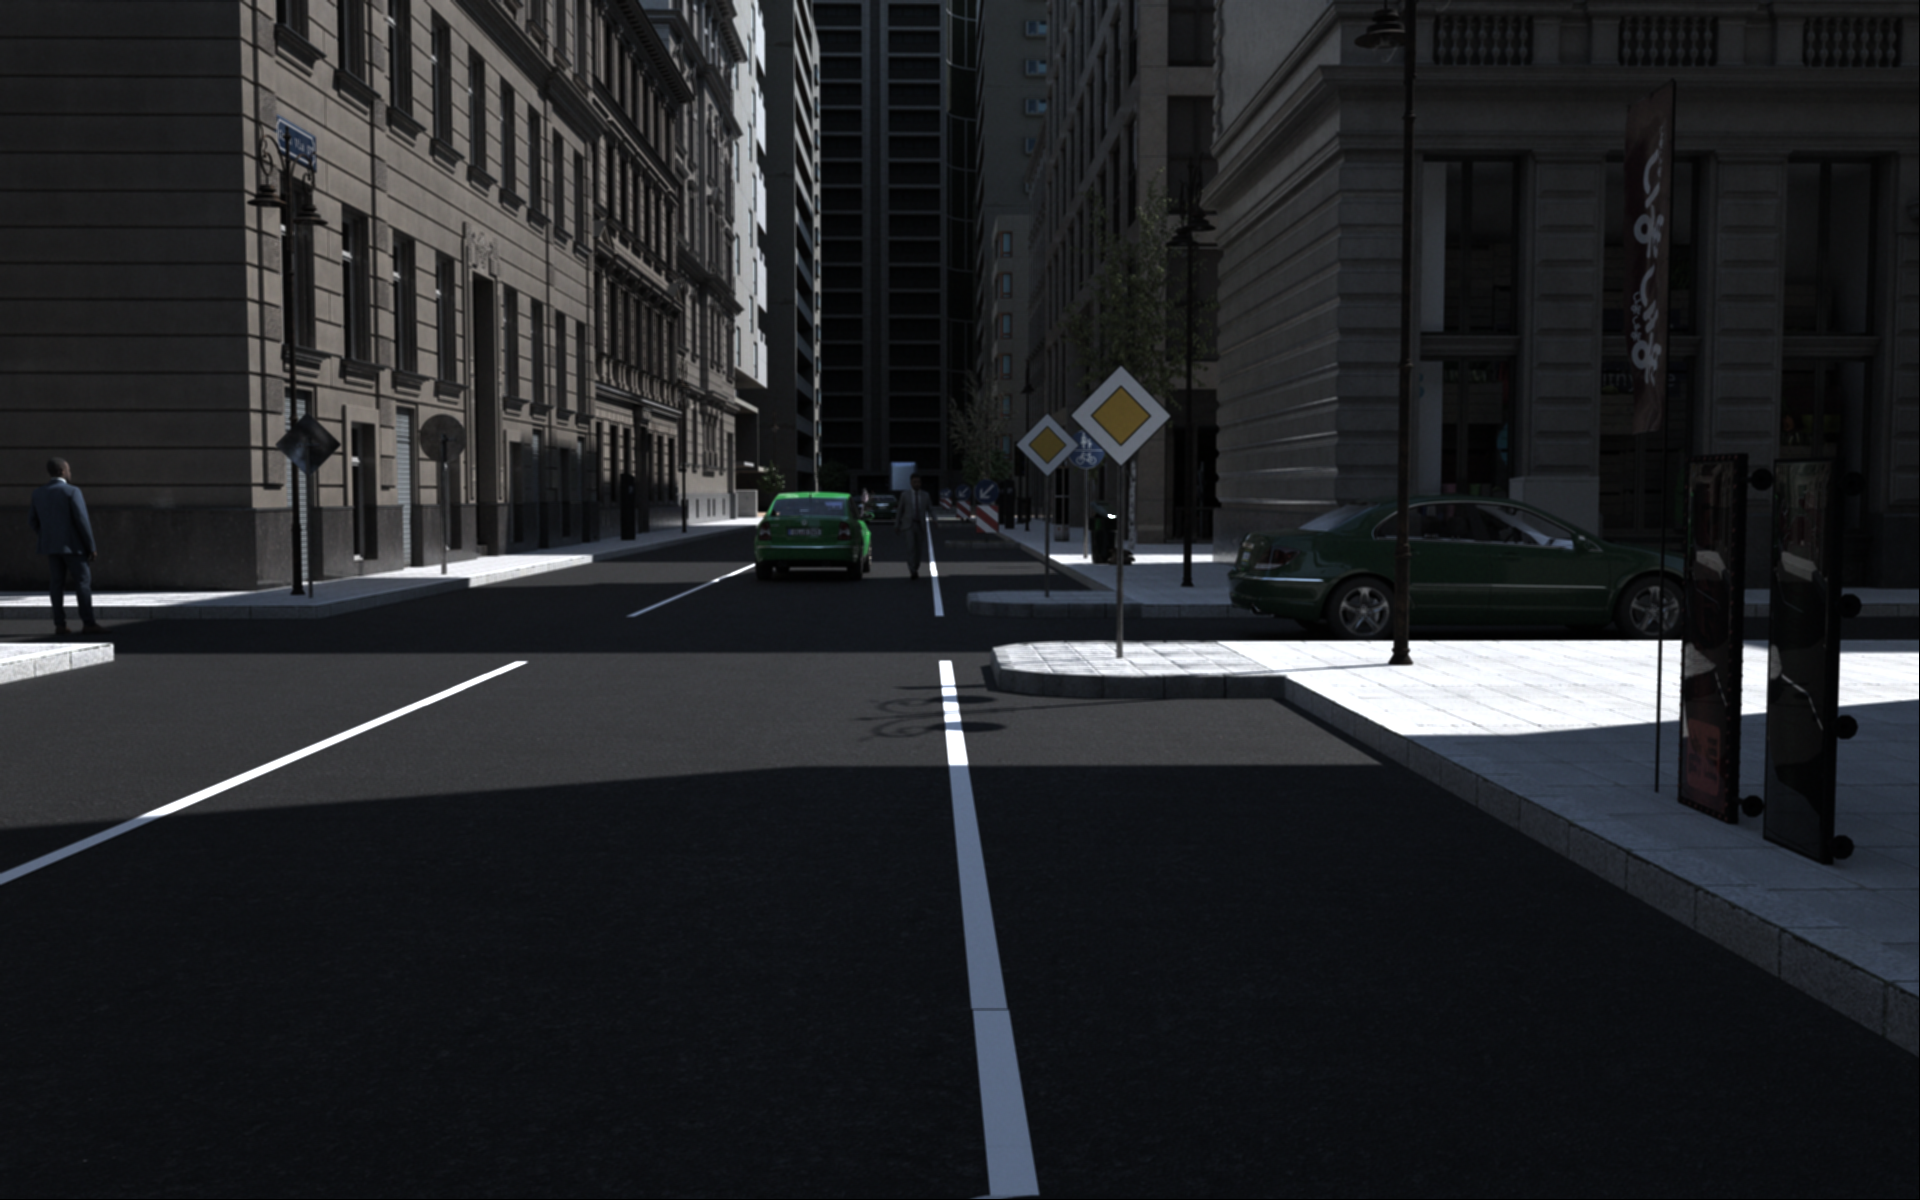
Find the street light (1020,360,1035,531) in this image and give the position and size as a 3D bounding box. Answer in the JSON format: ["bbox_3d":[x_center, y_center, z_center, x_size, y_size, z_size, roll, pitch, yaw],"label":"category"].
[{"bbox_3d":[2.337,-5.339,60.083,0.468,5.910,1.993,0,4,-1],"label":"street light"}]

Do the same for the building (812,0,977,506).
[{"bbox_3d":[-6.143,-45.932,189.238,20.611,71.187,20.563,0,4,-1],"label":"building"}]

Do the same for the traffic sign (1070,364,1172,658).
[{"bbox_3d":[1.246,-0.603,13.503,0.795,2.450,0.064,0,4,-1],"label":"traffic sign"}]

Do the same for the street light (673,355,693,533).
[{"bbox_3d":[-9.194,-5.186,57.579,0.468,5.910,1.993,0,4,-1],"label":"street light"}]

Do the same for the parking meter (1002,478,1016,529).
[{"bbox_3d":[1.854,-3.561,63.929,0.399,1.863,0.255,0,4,1],"label":"parking meter"}]

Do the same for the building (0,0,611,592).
[{"bbox_3d":[-15.167,-14.480,34.007,12.463,27.353,25.104,0,4,-1],"label":"building"}]

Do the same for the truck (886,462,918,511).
[{"bbox_3d":[-4.517,-9.117,138.817,2.967,4.110,18.799,0,4,-2],"label":"truck"}]

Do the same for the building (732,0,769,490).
[{"bbox_3d":[-30.288,-36.987,193.976,27.495,52.752,28.713,0,4,-1],"label":"building"}]

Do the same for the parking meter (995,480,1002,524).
[{"bbox_3d":[1.681,-4.130,73.237,0.255,1.863,0.399,3,5,42],"label":"parking meter"}]

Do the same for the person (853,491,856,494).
[{"bbox_3d":[-8.995,-8.357,145.927,0.721,1.735,1.217,3,4,38],"label":"person"}]

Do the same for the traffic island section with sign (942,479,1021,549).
[{"bbox_3d":[0.587,-2.316,46.491,1.989,1.847,2.006,0,4,-1],"label":"traffic island section with sign"}]

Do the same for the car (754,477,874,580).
[{"bbox_3d":[-2.516,-1.318,30.342,1.959,1.807,4.718,0,4,0],"label":"car"}]

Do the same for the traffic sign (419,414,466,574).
[{"bbox_3d":[-8.255,-1.684,27.638,0.768,2.556,0.104,0,4,5],"label":"traffic sign"}]

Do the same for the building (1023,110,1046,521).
[{"bbox_3d":[8.550,-14.551,87.057,9.793,20.994,18.267,0,4,-1],"label":"building"}]

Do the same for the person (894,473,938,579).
[{"bbox_3d":[-0.750,-1.251,29.229,0.678,1.792,0.850,-1,4,-13],"label":"person"}]

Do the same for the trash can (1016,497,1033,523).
[{"bbox_3d":[2.877,-4.037,77.656,0.748,1.137,0.748,0,3,0],"label":"trash can"}]

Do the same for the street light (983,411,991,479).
[{"bbox_3d":[1.508,-7.544,96.130,0.468,5.910,1.993,0,4,-1],"label":"street light"}]

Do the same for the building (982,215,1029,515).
[{"bbox_3d":[15.823,-16.950,122.171,27.650,21.520,28.899,0,4,-1],"label":"building"}]

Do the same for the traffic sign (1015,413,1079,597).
[{"bbox_3d":[1.080,-1.091,21.487,0.795,2.450,0.064,0,4,-1],"label":"traffic sign"}]

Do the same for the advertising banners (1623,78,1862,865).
[{"bbox_3d":[3.002,-0.652,6.845,0.090,3.025,2.074,0,3,0],"label":"advertising banners"}]

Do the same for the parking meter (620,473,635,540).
[{"bbox_3d":[-9.264,-2.606,48.318,0.255,1.863,0.399,2,4,27],"label":"parking meter"}]

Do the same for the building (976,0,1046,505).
[{"bbox_3d":[12.318,-31.975,146.498,21.300,48.544,21.600,0,4,-1],"label":"building"}]

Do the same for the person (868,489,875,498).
[{"bbox_3d":[-5.242,-5.770,103.546,1.217,1.736,0.721,3,4,38],"label":"person"}]

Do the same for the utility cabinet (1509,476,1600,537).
[{"bbox_3d":[7.481,-0.806,21.862,1.173,1.500,0.318,-1,4,-22],"label":"utility cabinet"}]

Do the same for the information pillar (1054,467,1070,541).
[{"bbox_3d":[2.767,-2.599,46.982,0.304,2.012,0.304,3,4,38],"label":"information pillar"}]

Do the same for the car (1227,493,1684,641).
[{"bbox_3d":[5.172,-0.341,17.372,4.920,1.459,2.131,0,4,-2],"label":"car"}]

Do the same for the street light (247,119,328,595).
[{"bbox_3d":[-8.446,-3.005,21.914,0.468,5.910,1.993,0,4,-1],"label":"street light"}]

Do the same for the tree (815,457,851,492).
[{"bbox_3d":[-11.247,-10.365,153.178,4.285,4.588,4.351,0,3,0],"label":"tree"}]

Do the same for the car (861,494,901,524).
[{"bbox_3d":[-3.733,-4.392,83.607,2.131,1.459,4.920,0,4,-2],"label":"car"}]

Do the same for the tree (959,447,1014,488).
[{"bbox_3d":[1.634,-7.430,105.199,4.285,4.588,4.351,0,3,0],"label":"tree"}]

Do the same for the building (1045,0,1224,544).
[{"bbox_3d":[13.788,-15.677,60.834,19.350,26.468,34.151,0,4,-1],"label":"building"}]

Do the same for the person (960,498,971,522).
[{"bbox_3d":[0.254,-4.879,88.082,0.655,1.846,0.447,-2,4,-29],"label":"person"}]

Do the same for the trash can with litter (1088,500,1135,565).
[{"bbox_3d":[2.826,-1.245,31.744,0.624,1.170,1.055,-2,4,-33],"label":"trash can with litter"}]

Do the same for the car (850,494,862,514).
[{"bbox_3d":[-6.886,-6.245,111.894,2.009,1.686,4.222,0,4,-1],"label":"car"}]

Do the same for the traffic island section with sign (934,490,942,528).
[{"bbox_3d":[0.018,-3.999,74.016,1.989,1.847,2.006,0,4,-1],"label":"traffic island section with sign"}]

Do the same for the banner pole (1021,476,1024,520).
[{"bbox_3d":[3.001,-5.838,85.472,0.401,3.779,0.863,0,4,8],"label":"banner pole"}]

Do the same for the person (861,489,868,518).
[{"bbox_3d":[-5.460,-5.499,99.075,0.621,1.740,0.551,-1,4,-13],"label":"person"}]

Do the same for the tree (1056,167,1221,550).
[{"bbox_3d":[4.056,-5.486,40.051,4.737,8.622,4.395,0,3,0],"label":"tree"}]

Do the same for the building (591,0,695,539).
[{"bbox_3d":[-15.128,-11.730,56.417,10.561,19.102,19.286,0,4,-1],"label":"building"}]

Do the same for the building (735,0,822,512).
[{"bbox_3d":[-24.034,-32.803,160.031,21.600,48.544,21.300,0,4,-1],"label":"building"}]

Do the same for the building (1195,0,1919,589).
[{"bbox_3d":[14.118,-12.147,27.486,19.941,23.489,11.050,0,4,-1],"label":"building"}]

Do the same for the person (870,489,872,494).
[{"bbox_3d":[-8.087,-9.194,158.450,1.348,1.869,0.705,-2,4,-32],"label":"person"}]

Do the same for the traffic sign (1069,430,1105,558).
[{"bbox_3d":[2.510,-2.105,34.517,0.768,2.556,0.104,0,4,3],"label":"traffic sign"}]

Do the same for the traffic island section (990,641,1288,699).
[{"bbox_3d":[1.270,0.532,13.581,2.009,0.180,2.903,0,4,-1],"label":"traffic island section"}]

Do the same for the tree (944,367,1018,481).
[{"bbox_3d":[1.282,-9.142,99.826,4.360,8.622,3.978,0,3,0],"label":"tree"}]

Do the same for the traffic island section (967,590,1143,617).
[{"bbox_3d":[1.104,0.044,21.564,2.009,0.180,2.903,0,4,-1],"label":"traffic island section"}]

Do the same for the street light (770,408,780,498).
[{"bbox_3d":[-9.955,-7.365,93.213,0.468,5.910,1.993,0,4,-1],"label":"street light"}]

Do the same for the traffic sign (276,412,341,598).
[{"bbox_3d":[-8.012,-1.081,21.318,0.795,2.450,0.064,0,4,-1],"label":"traffic sign"}]

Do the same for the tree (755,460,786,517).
[{"bbox_3d":[-10.672,-6.261,96.975,1.663,3.219,1.824,0,3,0],"label":"tree"}]

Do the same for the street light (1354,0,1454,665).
[{"bbox_3d":[3.326,-2.453,12.893,0.468,5.910,1.993,0,4,-1],"label":"street light"}]

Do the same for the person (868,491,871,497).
[{"bbox_3d":[-7.932,-8.617,150.095,0.721,1.736,1.217,-2,4,-27],"label":"person"}]

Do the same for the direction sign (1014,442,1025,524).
[{"bbox_3d":[2.588,-5.075,74.977,0.379,3.537,0.876,2,4,32],"label":"direction sign"}]

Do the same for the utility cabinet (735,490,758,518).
[{"bbox_3d":[-11.518,-5.179,93.361,1.173,1.500,0.318,1,4,12],"label":"utility cabinet"}]

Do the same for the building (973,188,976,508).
[{"bbox_3d":[8.230,-24.042,164.789,14.160,30.474,14.107,0,4,-1],"label":"building"}]

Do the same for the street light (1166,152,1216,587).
[{"bbox_3d":[3.158,-3.125,23.881,0.468,5.910,1.993,0,4,-1],"label":"street light"}]

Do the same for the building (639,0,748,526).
[{"bbox_3d":[-17.467,-17.742,77.465,14.401,28.519,23.554,0,4,-1],"label":"building"}]

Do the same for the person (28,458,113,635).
[{"bbox_3d":[-9.120,-0.550,17.682,0.721,1.800,0.419,0,3,0],"label":"person"}]
